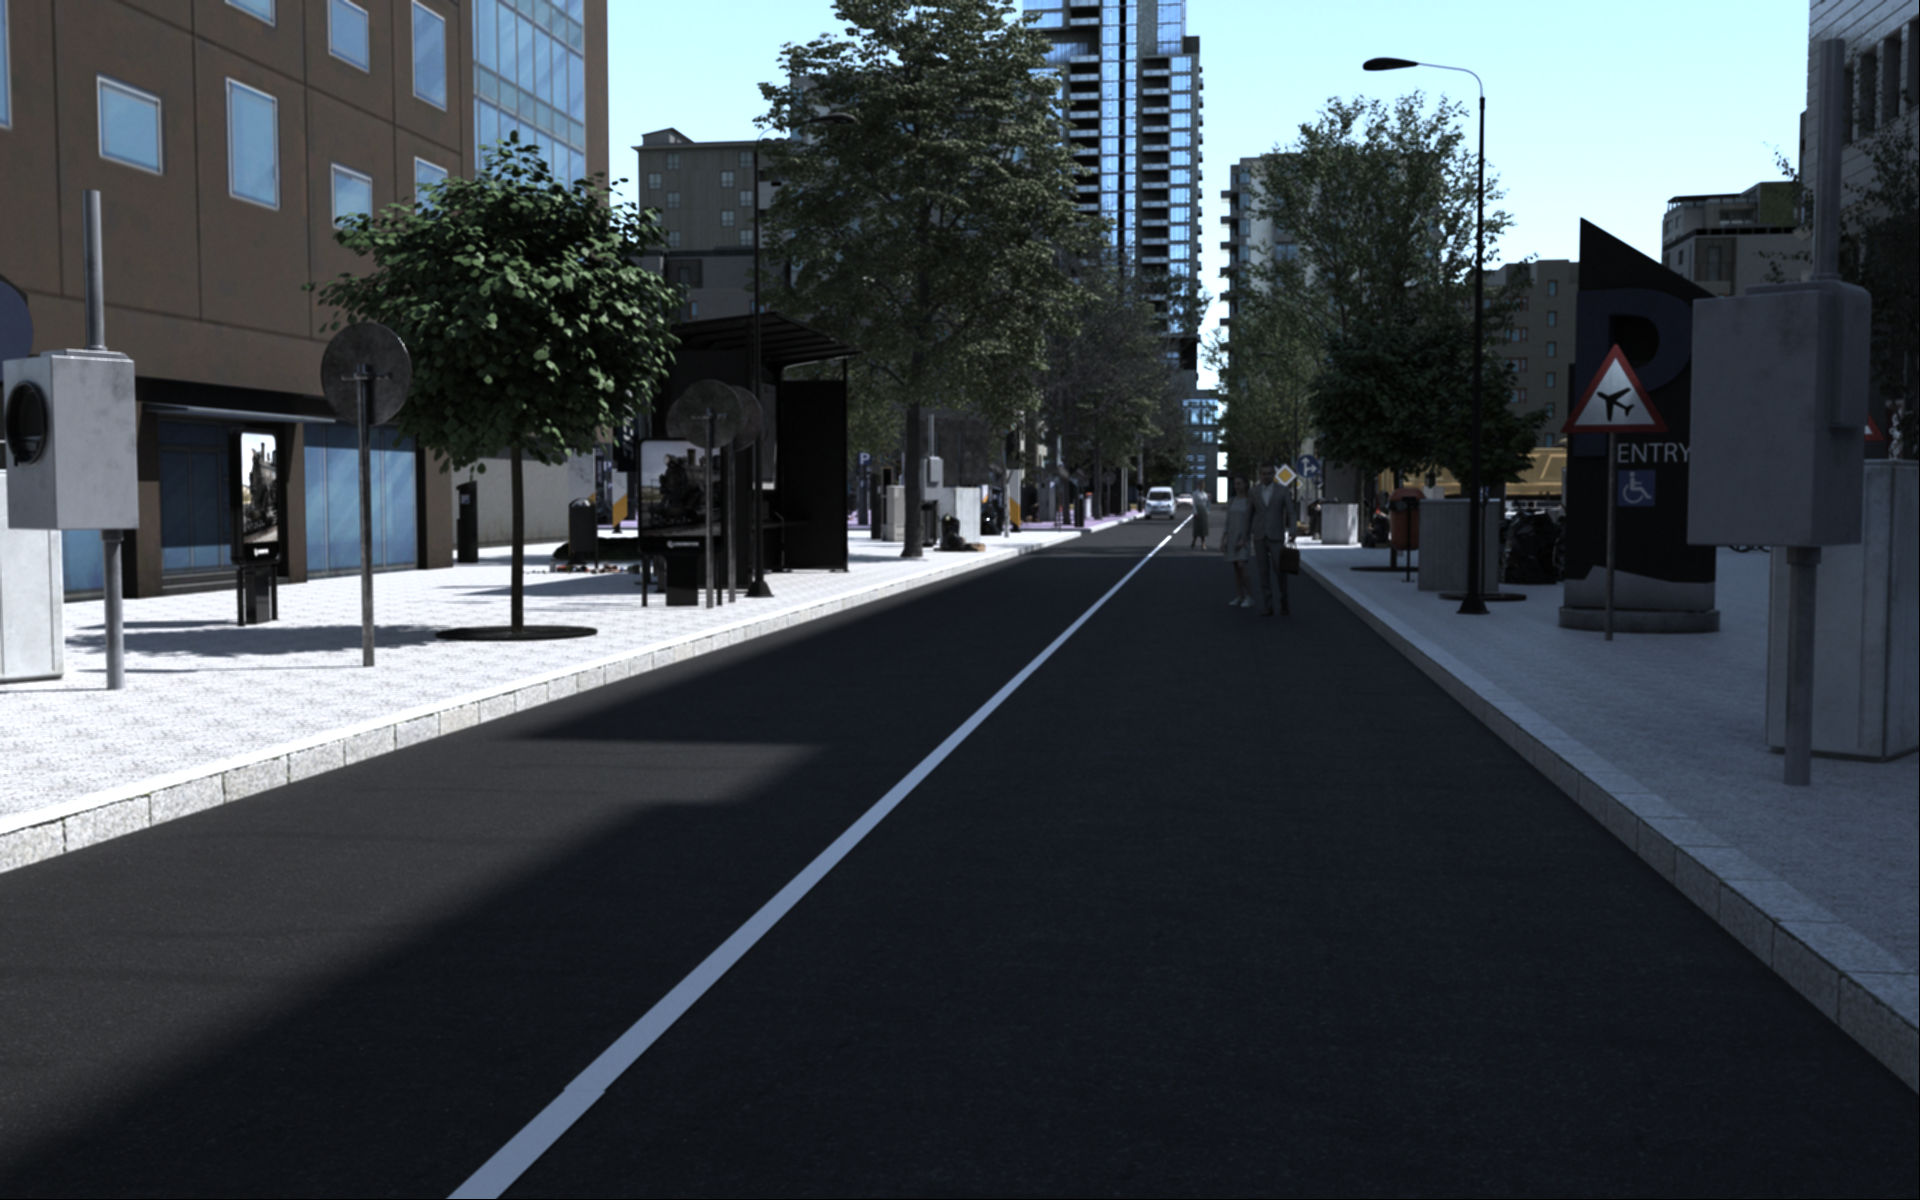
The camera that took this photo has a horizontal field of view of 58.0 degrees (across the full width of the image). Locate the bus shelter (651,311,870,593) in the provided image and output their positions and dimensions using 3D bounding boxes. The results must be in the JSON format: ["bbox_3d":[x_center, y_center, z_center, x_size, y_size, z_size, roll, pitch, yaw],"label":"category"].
[{"bbox_3d":[-2.766,-2.089,25.436,1.731,3.624,6.357,1,4,8],"label":"bus shelter"}]

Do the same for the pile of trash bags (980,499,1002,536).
[{"bbox_3d":[0.041,-2.749,54.690,1.912,1.369,3.447,-1,4,-15],"label":"pile of trash bags"}]

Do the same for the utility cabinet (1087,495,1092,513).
[{"bbox_3d":[9.262,-6.684,120.450,0.306,1.237,1.020,-2,4,-31],"label":"utility cabinet"}]

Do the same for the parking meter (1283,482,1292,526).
[{"bbox_3d":[13.011,-3.870,68.993,0.399,1.863,0.255,-3,5,-45],"label":"parking meter"}]

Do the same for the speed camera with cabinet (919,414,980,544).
[{"bbox_3d":[-0.372,-3.019,43.700,0.660,3.252,2.038,3,5,44],"label":"speed camera with cabinet"}]

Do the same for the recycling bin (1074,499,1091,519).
[{"bbox_3d":[6.402,-4.781,90.725,0.722,1.027,0.722,1,4,22],"label":"recycling bin"}]

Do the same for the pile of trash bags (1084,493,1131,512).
[{"bbox_3d":[10.687,-7.150,126.653,3.447,1.369,1.912,-1,4,-22],"label":"pile of trash bags"}]

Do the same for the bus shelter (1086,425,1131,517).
[{"bbox_3d":[8.661,-7.550,101.067,2.179,5.291,8.768,1,4,8],"label":"bus shelter"}]

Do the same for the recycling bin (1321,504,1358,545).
[{"bbox_3d":[9.659,-1.927,44.056,0.722,1.027,0.722,2,4,34],"label":"recycling bin"}]

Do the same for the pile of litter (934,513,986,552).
[{"bbox_3d":[0.003,-1.540,39.138,1.176,0.858,1.719,0,4,-5],"label":"pile of litter"}]

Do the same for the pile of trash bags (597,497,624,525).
[{"bbox_3d":[-16.010,-3.795,71.807,1.912,1.369,3.447,3,4,36],"label":"pile of trash bags"}]

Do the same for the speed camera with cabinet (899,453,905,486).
[{"bbox_3d":[-2.381,-5.372,82.172,0.660,3.252,2.038,-1,4,-14],"label":"speed camera with cabinet"}]

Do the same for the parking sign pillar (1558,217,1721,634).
[{"bbox_3d":[6.502,-1.714,16.494,1.447,3.967,1.447,2,4,35],"label":"parking sign pillar"}]

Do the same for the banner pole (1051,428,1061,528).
[{"bbox_3d":[3.697,-4.609,65.380,0.401,3.779,0.863,-1,4,-13],"label":"banner pole"}]

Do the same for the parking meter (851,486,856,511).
[{"bbox_3d":[-7.918,-7.512,128.538,0.255,1.863,0.399,-3,4,-38],"label":"parking meter"}]

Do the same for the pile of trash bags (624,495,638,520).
[{"bbox_3d":[-16.376,-4.569,84.450,3.447,1.369,1.912,2,4,35],"label":"pile of trash bags"}]

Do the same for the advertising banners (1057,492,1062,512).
[{"bbox_3d":[7.033,-7.655,121.345,0.090,3.025,2.074,2,4,24],"label":"advertising banners"}]

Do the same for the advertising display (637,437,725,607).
[{"bbox_3d":[-3.187,-0.891,19.788,0.974,1.923,0.123,-1,4,-13],"label":"advertising display"}]

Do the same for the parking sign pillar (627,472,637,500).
[{"bbox_3d":[-25.401,-8.970,135.123,1.447,3.967,1.447,0,4,8],"label":"parking sign pillar"}]

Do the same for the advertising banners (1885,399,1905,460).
[{"bbox_3d":[17.384,-2.147,31.283,0.090,3.025,2.074,-1,4,-9],"label":"advertising banners"}]

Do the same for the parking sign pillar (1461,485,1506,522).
[{"bbox_3d":[15.910,-3.924,52.623,1.447,3.967,1.447,1,4,20],"label":"parking sign pillar"}]

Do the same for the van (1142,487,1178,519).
[{"bbox_3d":[11.461,-5.633,99.103,2.013,2.044,4.112,1,4,9],"label":"van"}]

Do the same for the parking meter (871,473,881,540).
[{"bbox_3d":[-2.296,-2.641,48.894,0.399,1.863,0.255,-2,4,-32],"label":"parking meter"}]

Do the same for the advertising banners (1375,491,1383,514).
[{"bbox_3d":[23.339,-6.155,96.825,2.074,3.025,0.090,-3,5,-44],"label":"advertising banners"}]

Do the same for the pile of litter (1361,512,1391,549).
[{"bbox_3d":[10.303,-1.678,41.397,1.719,0.858,1.176,-2,4,-24],"label":"pile of litter"}]

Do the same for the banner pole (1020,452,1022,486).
[{"bbox_3d":[3.509,-6.926,103.258,0.401,3.779,0.863,-2,4,-29],"label":"banner pole"}]

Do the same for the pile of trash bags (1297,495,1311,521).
[{"bbox_3d":[15.845,-4.404,81.752,3.447,1.369,1.912,-3,5,-39],"label":"pile of trash bags"}]

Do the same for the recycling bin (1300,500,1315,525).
[{"bbox_3d":[14.765,-3.690,72.883,0.722,1.027,0.722,0,4,-5],"label":"recycling bin"}]

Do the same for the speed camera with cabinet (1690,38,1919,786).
[{"bbox_3d":[4.148,-0.853,8.279,0.660,3.252,2.038,3,5,44],"label":"speed camera with cabinet"}]

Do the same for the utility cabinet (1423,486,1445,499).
[{"bbox_3d":[12.737,-2.317,46.566,0.318,1.500,1.173,0,4,1],"label":"utility cabinet"}]

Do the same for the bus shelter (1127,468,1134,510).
[{"bbox_3d":[11.151,-7.829,121.933,2.014,3.302,5.546,1,4,8],"label":"bus shelter"}]

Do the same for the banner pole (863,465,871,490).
[{"bbox_3d":[-7.149,-8.693,132.151,0.863,3.779,0.401,-1,4,-18],"label":"banner pole"}]

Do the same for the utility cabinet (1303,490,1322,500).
[{"bbox_3d":[17.636,-4.770,86.675,0.318,1.500,1.173,-2,4,-25],"label":"utility cabinet"}]

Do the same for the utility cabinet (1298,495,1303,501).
[{"bbox_3d":[26.589,-7.681,136.751,1.020,1.237,0.306,0,4,-8],"label":"utility cabinet"}]

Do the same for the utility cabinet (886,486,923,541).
[{"bbox_3d":[-1.451,-2.318,46.585,0.318,1.500,1.173,3,5,43],"label":"utility cabinet"}]

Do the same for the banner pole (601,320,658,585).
[{"bbox_3d":[-4.566,-2.103,24.401,0.401,3.779,0.863,2,4,30],"label":"banner pole"}]

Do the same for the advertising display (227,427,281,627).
[{"bbox_3d":[-6.979,-0.731,17.163,0.123,1.923,0.974,0,4,-1],"label":"advertising display"}]

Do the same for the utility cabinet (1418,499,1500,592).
[{"bbox_3d":[6.598,-0.718,22.908,1.020,1.237,0.306,1,4,18],"label":"utility cabinet"}]

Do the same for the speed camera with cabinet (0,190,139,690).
[{"bbox_3d":[-6.321,-1.059,11.654,2.038,3.252,0.660,3,4,37],"label":"speed camera with cabinet"}]

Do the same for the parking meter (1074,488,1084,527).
[{"bbox_3d":[4.608,-3.575,66.870,0.372,1.533,0.369,0,3,0],"label":"parking meter"}]

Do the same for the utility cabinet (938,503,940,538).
[{"bbox_3d":[-0.766,-2.402,50.429,1.020,1.237,0.306,1,4,17],"label":"utility cabinet"}]

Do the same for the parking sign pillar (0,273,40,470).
[{"bbox_3d":[-8.754,-1.636,15.229,1.447,3.967,1.447,2,4,31],"label":"parking sign pillar"}]

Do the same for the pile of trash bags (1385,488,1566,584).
[{"bbox_3d":[7.980,-0.953,25.328,3.447,1.369,1.912,0,4,8],"label":"pile of trash bags"}]

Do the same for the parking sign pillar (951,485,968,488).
[{"bbox_3d":[0.008,-8.066,120.345,1.447,3.967,1.447,2,4,29],"label":"parking sign pillar"}]

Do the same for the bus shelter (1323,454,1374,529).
[{"bbox_3d":[14.901,-4.440,66.523,2.014,3.302,5.546,1,4,8],"label":"bus shelter"}]

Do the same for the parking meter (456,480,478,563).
[{"bbox_3d":[-9.162,-1.455,32.200,0.372,1.533,0.369,0,3,0],"label":"parking meter"}]

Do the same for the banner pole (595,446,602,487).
[{"bbox_3d":[-16.175,-5.407,78.429,0.863,3.779,0.401,1,4,18],"label":"banner pole"}]

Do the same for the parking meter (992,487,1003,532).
[{"bbox_3d":[1.249,-3.046,58.207,0.372,1.533,0.369,0,3,0],"label":"parking meter"}]

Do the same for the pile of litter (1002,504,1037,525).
[{"bbox_3d":[2.144,-3.624,73.216,1.719,0.858,1.176,-1,4,-21],"label":"pile of litter"}]

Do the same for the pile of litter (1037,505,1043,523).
[{"bbox_3d":[3.130,-3.912,77.923,1.176,0.858,1.719,0,4,3],"label":"pile of litter"}]
